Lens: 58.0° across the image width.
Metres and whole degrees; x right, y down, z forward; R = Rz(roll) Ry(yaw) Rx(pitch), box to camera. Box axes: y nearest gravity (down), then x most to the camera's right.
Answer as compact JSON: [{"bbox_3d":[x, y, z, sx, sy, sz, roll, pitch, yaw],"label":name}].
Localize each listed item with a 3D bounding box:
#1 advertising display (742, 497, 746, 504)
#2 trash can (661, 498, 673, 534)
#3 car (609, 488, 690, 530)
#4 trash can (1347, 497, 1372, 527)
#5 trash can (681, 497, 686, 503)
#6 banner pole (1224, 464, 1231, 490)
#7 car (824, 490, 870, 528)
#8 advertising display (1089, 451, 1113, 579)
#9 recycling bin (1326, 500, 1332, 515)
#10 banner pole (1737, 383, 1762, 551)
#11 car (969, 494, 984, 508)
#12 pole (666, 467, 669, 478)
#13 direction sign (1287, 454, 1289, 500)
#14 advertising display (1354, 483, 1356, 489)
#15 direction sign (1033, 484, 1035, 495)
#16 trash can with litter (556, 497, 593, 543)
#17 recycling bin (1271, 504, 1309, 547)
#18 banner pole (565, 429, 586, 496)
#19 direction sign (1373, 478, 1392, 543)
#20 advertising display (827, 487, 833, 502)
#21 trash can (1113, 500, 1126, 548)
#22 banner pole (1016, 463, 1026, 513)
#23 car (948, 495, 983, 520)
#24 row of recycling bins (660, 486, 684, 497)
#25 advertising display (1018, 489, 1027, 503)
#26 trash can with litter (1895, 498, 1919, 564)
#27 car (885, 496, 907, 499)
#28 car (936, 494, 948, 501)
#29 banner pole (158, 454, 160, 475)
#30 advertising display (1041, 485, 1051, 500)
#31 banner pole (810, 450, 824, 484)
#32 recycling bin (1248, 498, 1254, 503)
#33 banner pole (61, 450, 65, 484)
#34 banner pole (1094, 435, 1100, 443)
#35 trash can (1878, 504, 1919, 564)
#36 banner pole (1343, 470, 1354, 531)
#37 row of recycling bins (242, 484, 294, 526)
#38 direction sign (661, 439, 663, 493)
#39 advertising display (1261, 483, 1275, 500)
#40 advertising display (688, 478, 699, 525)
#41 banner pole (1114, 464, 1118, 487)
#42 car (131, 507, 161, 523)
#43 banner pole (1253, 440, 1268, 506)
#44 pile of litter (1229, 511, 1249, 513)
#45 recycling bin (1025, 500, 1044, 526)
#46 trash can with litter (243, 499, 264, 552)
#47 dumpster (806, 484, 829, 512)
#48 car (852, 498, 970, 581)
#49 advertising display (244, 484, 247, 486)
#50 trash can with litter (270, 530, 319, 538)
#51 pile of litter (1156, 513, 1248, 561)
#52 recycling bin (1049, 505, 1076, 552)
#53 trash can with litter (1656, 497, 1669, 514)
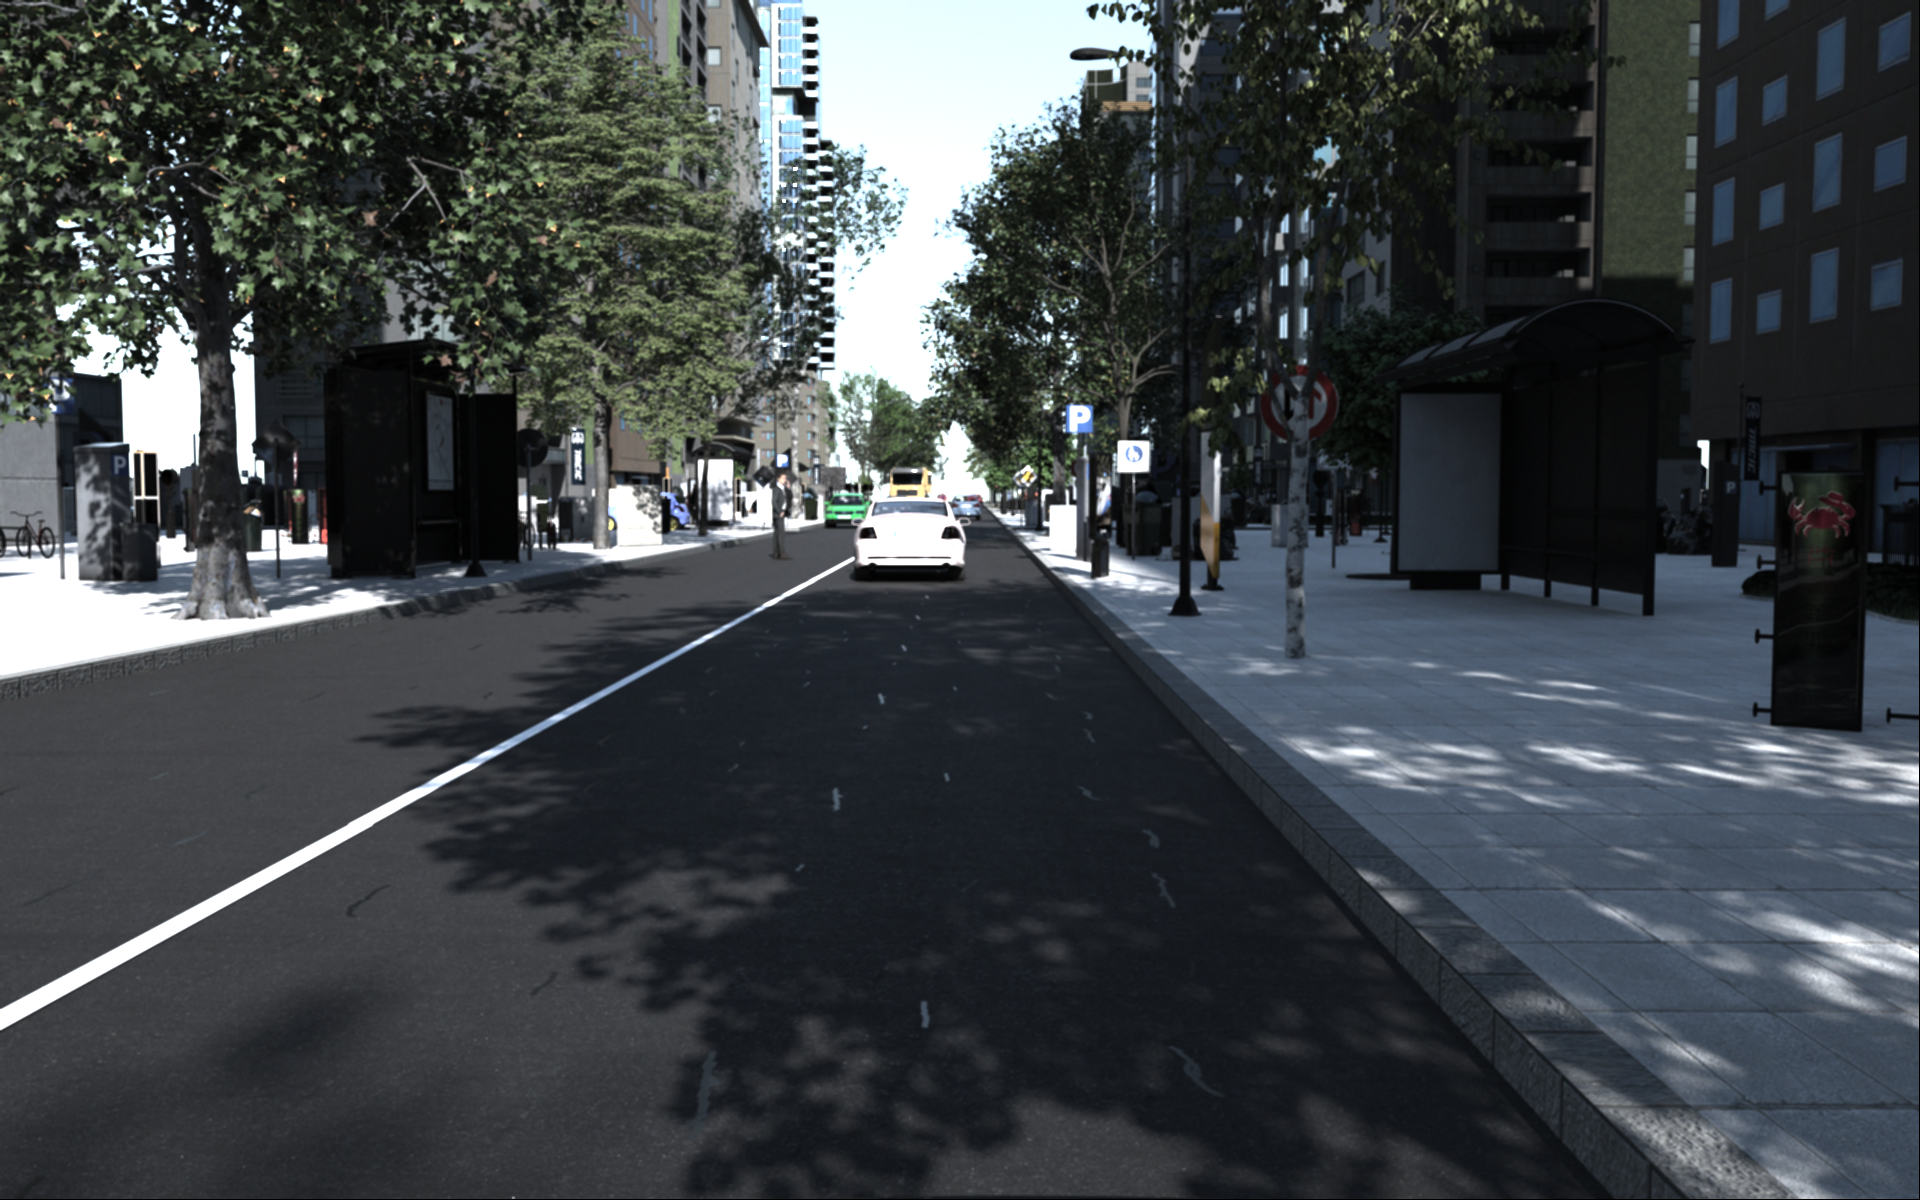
[{"bbox_3d":[-17.803,-8.380,142.227,0.123,1.923,0.974,-3,5,-43],"label":"advertising display"},{"bbox_3d":[-9.671,-2.717,56.079,0.748,1.137,0.748,0,3,0],"label":"trash can"},{"bbox_3d":[-12.107,-3.424,65.579,3.694,1.707,1.945,0,4,-1],"label":"car"},{"bbox_3d":[15.735,-3.427,67.684,0.748,1.137,0.748,0,3,0],"label":"trash can"},{"bbox_3d":[-13.590,-4.407,83.715,0.748,1.137,0.748,0,3,0],"label":"trash can"},{"bbox_3d":[22.052,-9.324,142.466,0.401,3.779,0.863,-3,4,-38],"label":"banner pole"},{"bbox_3d":[-4.781,-3.997,74.150,1.959,1.807,4.718,0,4,1],"label":"car"},{"bbox_3d":[2.161,-1.309,26.615,0.123,1.923,0.974,1,4,19],"label":"advertising display"},{"bbox_3d":[17.365,-4.140,80.247,0.722,1.027,0.722,0,4,6],"label":"recycling bin"},{"bbox_3d":[17.771,-3.004,39.129,0.863,3.779,0.401,-1,4,-23],"label":"banner pole"},{"bbox_3d":[1.560,-10.780,185.288,2.155,1.783,4.494,0,4,0],"label":"car"},{"bbox_3d":[-22.361,-8.472,132.353,0.158,3.312,0.155,0,3,0],"label":"pole"},{"bbox_3d":[18.525,-6.477,97.900,0.379,3.537,0.876,1,4,13],"label":"direction sign"},{"bbox_3d":[23.086,-5.824,100.437,0.974,1.923,0.123,-2,4,-34],"label":"advertising display"},{"bbox_3d":[4.532,-6.979,106.105,0.876,3.537,0.379,-2,4,-33],"label":"direction sign"},{"bbox_3d":[-10.305,-2.183,46.754,1.678,1.210,2.233,2,4,27],"label":"trash can with litter"},{"bbox_3d":[8.005,-1.803,42.037,0.722,1.027,0.722,-1,4,-8],"label":"recycling bin"},{"bbox_3d":[-13.035,-4.183,58.412,0.863,3.779,0.401,-1,4,-11],"label":"banner pole"},{"bbox_3d":[11.166,-3.295,45.870,0.876,3.537,0.379,-3,4,-38],"label":"direction sign"},{"bbox_3d":[-8.376,-6.490,111.324,0.123,1.923,0.974,-1,4,-23],"label":"advertising display"},{"bbox_3d":[4.045,-1.827,41.522,0.748,1.137,0.748,0,3,0],"label":"trash can"},{"bbox_3d":[3.978,-7.627,114.716,0.863,3.779,0.401,0,4,-4],"label":"banner pole"},{"bbox_3d":[0.293,-5.112,95.580,2.014,1.417,4.499,0,4,-1],"label":"car"},{"bbox_3d":[-16.211,-5.103,90.541,3.534,1.692,1.069,0,4,-5],"label":"row of recycling bins"},{"bbox_3d":[4.961,-8.053,136.878,0.974,1.923,0.123,-3,4,-38],"label":"advertising display"},{"bbox_3d":[15.892,-1.090,28.883,1.678,1.210,2.233,1,4,15],"label":"trash can with litter"},{"bbox_3d":[-3.626,-5.238,98.215,1.945,1.354,3.894,0,4,0],"label":"car"},{"bbox_3d":[-3.151,-17.885,301.456,2.155,1.783,4.494,0,4,-1],"label":"car"},{"bbox_3d":[-50.702,-7.286,109.146,0.401,3.779,0.863,3,5,43],"label":"banner pole"},{"bbox_3d":[4.513,-5.298,91.834,0.123,1.923,0.974,-2,4,-31],"label":"advertising display"},{"bbox_3d":[-8.312,-6.660,98.905,0.863,3.779,0.401,-3,5,-44],"label":"banner pole"},{"bbox_3d":[19.251,-6.311,115.731,0.722,1.027,0.722,1,4,15],"label":"recycling bin"},{"bbox_3d":[-50.859,-6.610,98.094,0.401,3.779,0.863,0,4,1],"label":"banner pole"},{"bbox_3d":[5.854,-5.050,72.579,0.863,3.779,0.401,1,4,18],"label":"banner pole"},{"bbox_3d":[13.092,-0.751,23.940,0.748,1.137,0.748,0,3,0],"label":"trash can"},{"bbox_3d":[13.459,-4.265,59.744,0.401,3.779,0.863,-1,4,-13],"label":"banner pole"},{"bbox_3d":[-28.111,-3.833,69.775,3.534,1.692,1.069,2,4,30],"label":"row of recycling bins"},{"bbox_3d":[-12.072,-4.783,70.195,0.379,3.537,0.876,-1,4,-15],"label":"direction sign"},{"bbox_3d":[17.912,-5.847,100.817,0.974,1.923,0.123,-2,4,-30],"label":"advertising display"},{"bbox_3d":[-10.970,-4.054,71.494,0.123,1.923,0.974,1,4,17],"label":"advertising display"},{"bbox_3d":[12.298,-8.981,136.863,0.401,3.779,0.863,2,4,29],"label":"banner pole"},{"bbox_3d":[-32.001,-3.176,63.723,4.920,1.459,2.131,0,4,-1],"label":"car"},{"bbox_3d":[13.928,-5.505,80.027,0.863,3.779,0.401,1,4,23],"label":"banner pole"},{"bbox_3d":[5.980,-1.627,40.563,1.176,0.858,1.719,1,4,20],"label":"pile of litter"},{"bbox_3d":[2.988,-3.467,69.241,0.722,1.027,0.722,0,4,7],"label":"recycling bin"},{"bbox_3d":[-15.923,-1.641,38.212,1.055,1.170,0.624,-1,4,-10],"label":"trash can with litter"},{"bbox_3d":[-7.982,-5.562,96.692,1.264,1.857,1.865,0,4,0],"label":"dumpster"},{"bbox_3d":[-0.854,-1.080,30.015,2.083,1.381,4.827,0,4,-1],"label":"car"},{"bbox_3d":[-44.105,-6.181,106.281,0.974,1.923,0.123,2,4,26],"label":"advertising display"},{"bbox_3d":[-19.685,-2.484,51.672,1.678,1.210,2.233,-1,4,-21],"label":"trash can with litter"},{"bbox_3d":[4.604,-1.204,33.649,1.719,0.858,1.176,0,4,2],"label":"pile of litter"},{"bbox_3d":[2.459,-1.610,38.880,0.722,1.027,0.722,2,4,24],"label":"recycling bin"},{"bbox_3d":[23.901,-2.904,58.871,0.624,1.170,1.055,0,4,4],"label":"trash can with litter"}]
